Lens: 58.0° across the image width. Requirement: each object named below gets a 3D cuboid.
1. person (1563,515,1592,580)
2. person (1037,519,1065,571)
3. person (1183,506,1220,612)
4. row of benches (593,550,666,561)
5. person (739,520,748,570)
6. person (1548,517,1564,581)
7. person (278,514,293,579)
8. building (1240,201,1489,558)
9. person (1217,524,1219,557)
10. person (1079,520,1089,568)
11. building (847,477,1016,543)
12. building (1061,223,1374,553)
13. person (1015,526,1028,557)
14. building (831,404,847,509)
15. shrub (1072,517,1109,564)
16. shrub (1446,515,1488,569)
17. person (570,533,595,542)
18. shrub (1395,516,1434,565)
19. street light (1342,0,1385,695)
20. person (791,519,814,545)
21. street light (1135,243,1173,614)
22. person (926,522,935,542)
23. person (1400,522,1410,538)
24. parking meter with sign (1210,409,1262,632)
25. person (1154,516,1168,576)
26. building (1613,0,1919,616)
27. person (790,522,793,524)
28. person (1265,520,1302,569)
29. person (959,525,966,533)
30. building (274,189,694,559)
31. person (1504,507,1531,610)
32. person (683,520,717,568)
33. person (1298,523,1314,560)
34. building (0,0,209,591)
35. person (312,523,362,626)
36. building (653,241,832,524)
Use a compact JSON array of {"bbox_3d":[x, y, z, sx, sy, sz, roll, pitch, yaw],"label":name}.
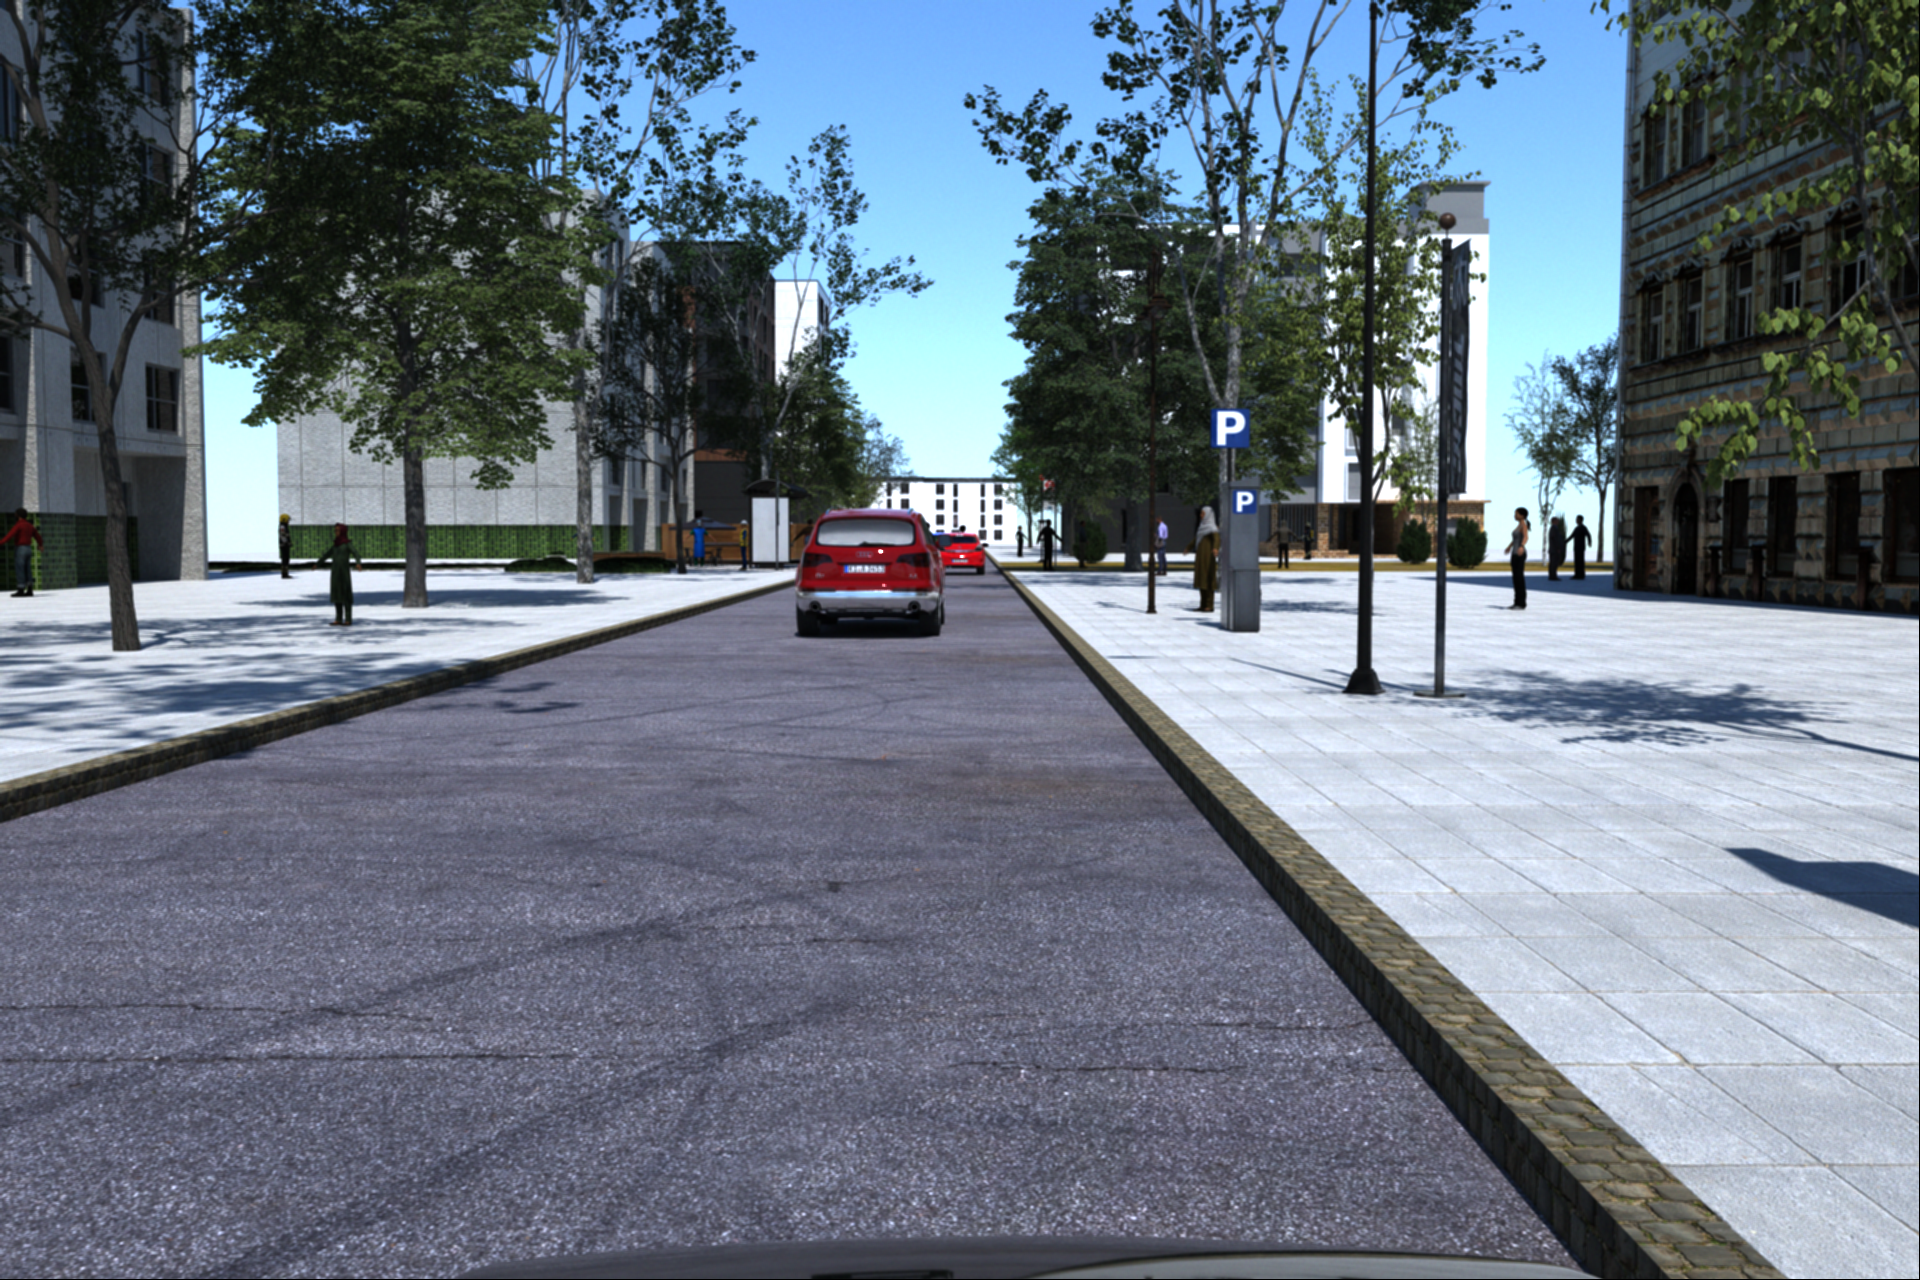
[{"bbox_3d":[17.489,-2.625,48.973,0.704,1.823,1.345,-1,4,-14],"label":"person"},{"bbox_3d":[3.108,-3.320,60.508,0.704,1.802,1.346,-3,5,-42],"label":"person"},{"bbox_3d":[3.977,-1.329,28.508,0.721,1.736,1.217,-1,4,-17],"label":"person"},{"bbox_3d":[-13.231,-3.200,67.782,1.422,0.672,4.104,3,4,37],"label":"row of benches"},{"bbox_3d":[-7.798,-3.385,61.811,0.721,1.772,1.216,-1,4,-8],"label":"person"},{"bbox_3d":[16.491,-2.527,47.916,0.434,1.755,0.990,1,4,10],"label":"person"},{"bbox_3d":[-19.440,-2.703,49.965,0.704,1.858,1.351,-1,4,-16],"label":"person"},{"bbox_3d":[22.125,-15.204,105.007,16.016,20.090,11.380,0,4,1],"label":"building"},{"bbox_3d":[14.229,-5.468,95.340,0.705,1.837,1.347,-2,4,-23],"label":"person"},{"bbox_3d":[4.669,-3.632,65.652,0.705,1.796,1.348,0,4,-6],"label":"person"},{"bbox_3d":[-5.656,-18.888,253.421,28.070,9.664,9.099,0,4,-6],"label":"building"},{"bbox_3d":[21.424,-17.510,130.256,27.936,21.610,32.646,0,4,0],"label":"building"},{"bbox_3d":[3.388,-5.424,95.395,0.721,1.740,1.216,2,4,34],"label":"person"},{"bbox_3d":[-24.322,-22.294,230.959,16.747,18.905,31.486,0,4,-1],"label":"building"},{"bbox_3d":[5.535,-4.225,73.505,1.690,2.028,1.600,0,3,0],"label":"shrub"},{"bbox_3d":[18.586,-3.624,63.674,1.690,2.028,1.600,0,3,0],"label":"shrub"},{"bbox_3d":[-18.583,-4.856,85.360,1.349,1.833,0.705,1,4,15],"label":"person"},{"bbox_3d":[19.220,-4.209,73.238,1.690,2.028,1.600,0,3,0],"label":"shrub"},{"bbox_3d":[3.806,-2.524,13.811,1.470,5.913,1.316,0,4,1],"label":"street light"},{"bbox_3d":[-5.224,-3.322,60.448,1.346,1.812,0.704,0,4,3],"label":"person"},{"bbox_3d":[3.098,-3.368,27.847,0.468,5.910,1.993,0,4,0],"label":"street light"},{"bbox_3d":[-1.094,-2.820,54.743,0.705,1.806,1.347,-2,4,-32],"label":"person"},{"bbox_3d":[21.390,-4.716,82.879,0.705,1.858,1.354,2,4,32],"label":"person"},{"bbox_3d":[3.754,-1.656,23.333,0.543,3.016,1.738,0,4,0],"label":"parking meter with sign"},{"bbox_3d":[6.041,-2.884,53.070,0.599,1.838,0.709,2,4,24],"label":"person"},{"bbox_3d":[24.240,-12.178,30.040,19.493,23.208,18.063,0,4,0],"label":"building"},{"bbox_3d":[-8.174,-4.777,83.959,1.347,1.847,0.705,2,4,33],"label":"person"},{"bbox_3d":[12.061,-3.574,64.565,1.348,1.813,0.705,0,4,7],"label":"person"},{"bbox_3d":[0.164,-4.164,76.684,0.704,1.843,1.345,-1,4,-18],"label":"person"},{"bbox_3d":[-26.870,-14.574,104.750,16.747,18.905,31.486,0,4,0],"label":"building"},{"bbox_3d":[9.452,-1.389,29.515,0.721,1.737,1.217,0,4,7],"label":"person"},{"bbox_3d":[-9.959,-3.673,66.185,1.347,1.817,0.704,-2,4,-24],"label":"person"},{"bbox_3d":[17.390,-4.950,86.704,0.705,1.856,1.354,3,5,43],"label":"person"},{"bbox_3d":[-29.107,-10.112,31.787,16.747,18.905,31.486,0,4,-1],"label":"building"},{"bbox_3d":[-8.690,-0.916,24.192,0.989,1.438,0.599,2,4,31],"label":"person"},{"bbox_3d":[-25.354,-17.942,137.319,27.936,21.610,32.646,0,4,0],"label":"building"}]
